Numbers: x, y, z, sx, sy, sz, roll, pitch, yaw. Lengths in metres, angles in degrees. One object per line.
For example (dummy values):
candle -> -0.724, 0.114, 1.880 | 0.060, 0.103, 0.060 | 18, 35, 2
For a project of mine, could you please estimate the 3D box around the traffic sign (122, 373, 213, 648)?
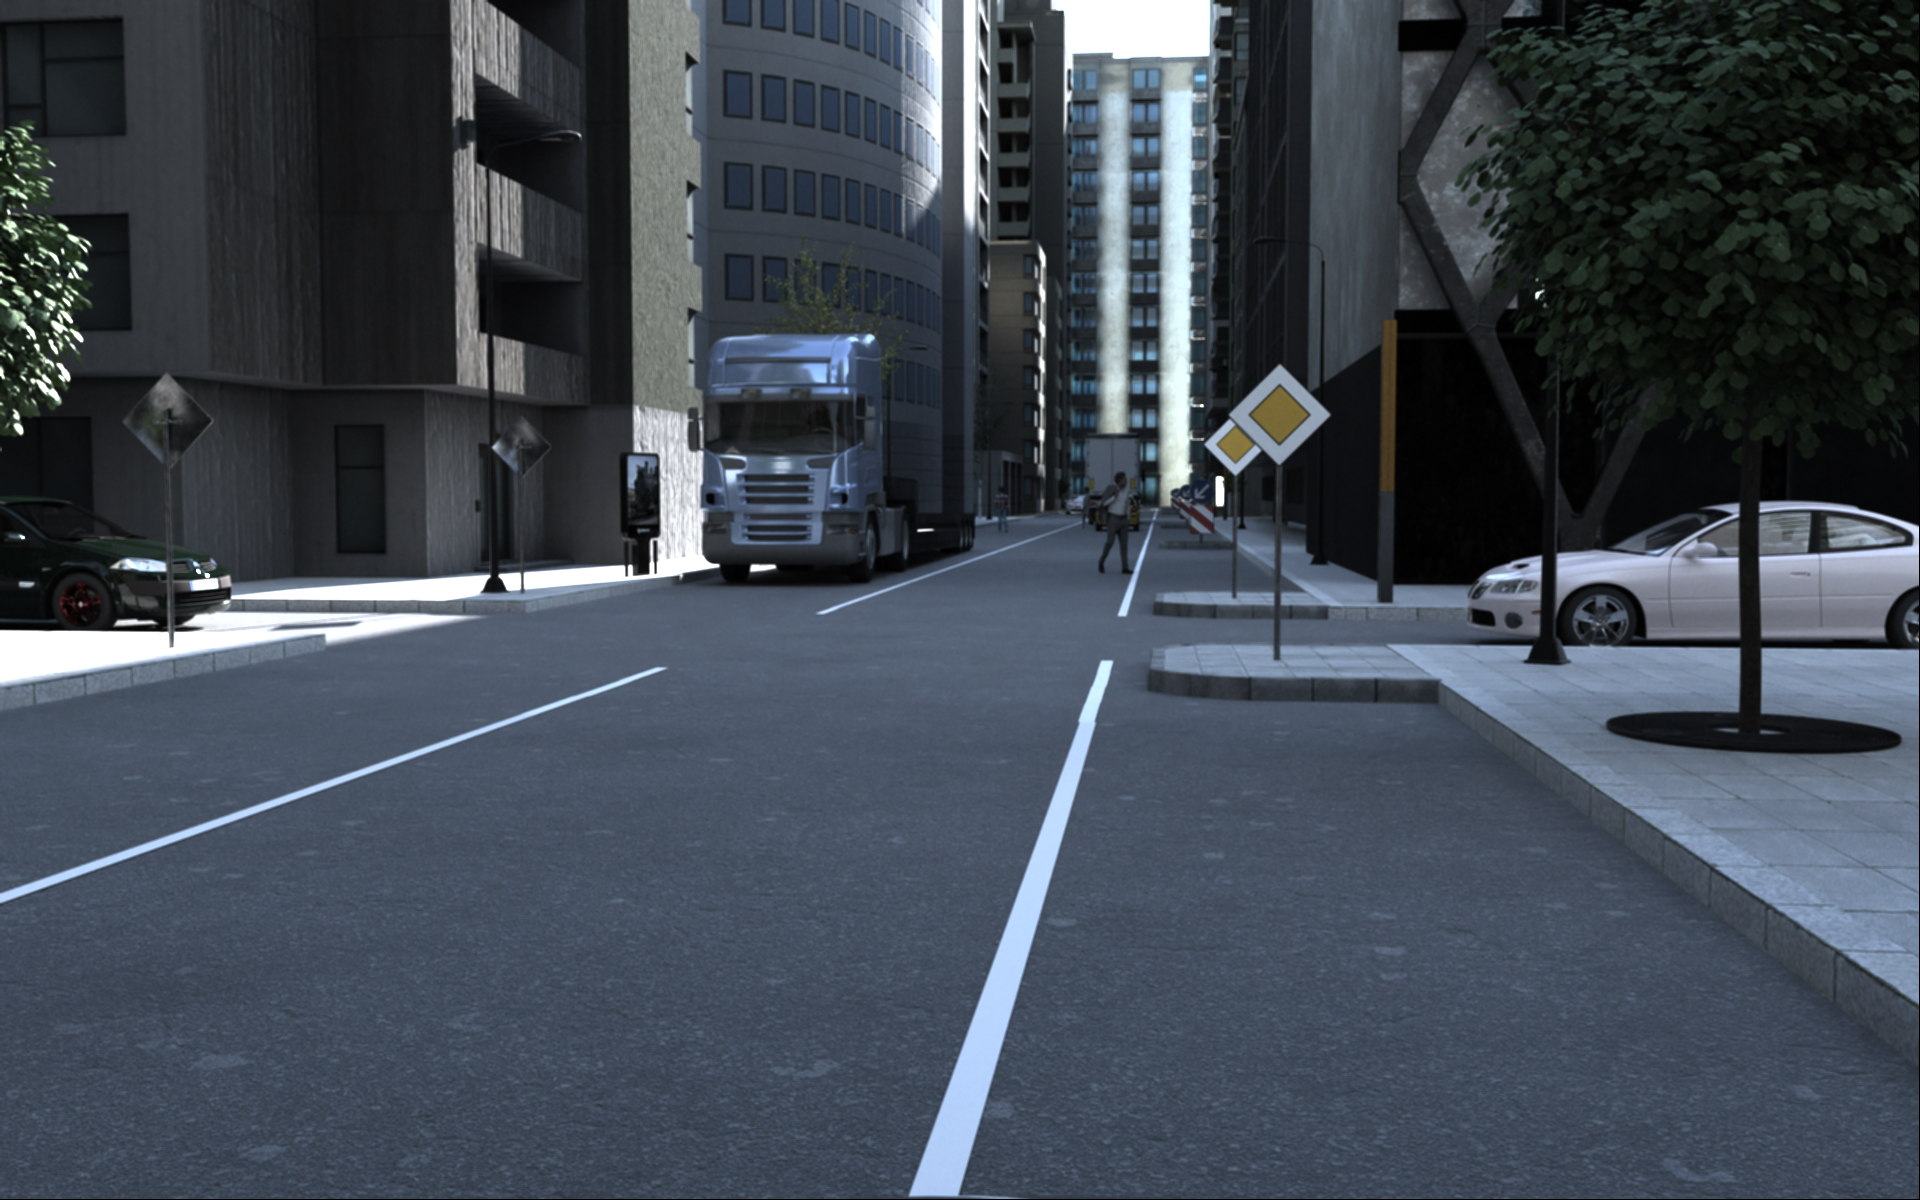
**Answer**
traffic sign -> -6.582, -0.658, 14.405 | 0.795, 2.450, 0.064 | 0, 4, 7

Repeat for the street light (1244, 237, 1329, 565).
street light -> 6.000, -3.600, 31.397 | 1.470, 5.913, 1.316 | 0, 4, 7

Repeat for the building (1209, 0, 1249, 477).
building -> 29.699, -28.867, 126.605 | 22.147, 44.769, 28.867 | 0, 4, 7

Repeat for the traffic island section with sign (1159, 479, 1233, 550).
traffic island section with sign -> 6.265, -2.272, 45.779 | 1.989, 1.847, 2.006 | 0, 4, 7

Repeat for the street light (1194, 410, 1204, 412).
street light -> 13.591, -7.532, 95.695 | 1.470, 5.913, 1.316 | 0, 4, 7

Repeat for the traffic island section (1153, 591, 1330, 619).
traffic island section -> 3.400, 0.058, 21.339 | 2.009, 0.180, 2.903 | 0, 4, 7

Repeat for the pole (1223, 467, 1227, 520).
pole -> 13.066, -5.592, 85.271 | 0.158, 3.312, 0.155 | 0, 3, 0

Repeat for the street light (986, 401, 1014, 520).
street light -> 2.013, -6.992, 86.853 | 1.470, 5.913, 1.316 | 0, 4, 7

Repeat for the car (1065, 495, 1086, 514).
car -> 8.486, -6.779, 123.198 | 2.083, 1.381, 4.827 | 0, 4, 5

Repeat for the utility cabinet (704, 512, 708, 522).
utility cabinet -> -6.858, -2.124, 43.407 | 0.318, 1.500, 1.173 | 3, 4, 39

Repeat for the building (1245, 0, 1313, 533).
building -> 16.264, -15.815, 52.090 | 14.314, 27.812, 24.014 | 0, 4, 7

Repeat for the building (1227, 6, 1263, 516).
building -> 23.529, -20.445, 105.984 | 14.160, 30.474, 14.107 | 0, 4, 7

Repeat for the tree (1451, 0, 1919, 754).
tree -> 4.300, -1.556, 9.155 | 4.285, 4.588, 4.351 | 0, 3, 0

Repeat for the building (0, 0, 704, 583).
building -> -13.091, -15.744, 29.114 | 14.160, 30.474, 14.107 | 0, 4, 7

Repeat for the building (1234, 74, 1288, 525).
building -> 20.216, -15.898, 79.005 | 14.314, 24.678, 30.058 | 0, 4, 7

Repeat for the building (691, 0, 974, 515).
building -> -11.393, -32.196, 68.398 | 21.231, 58.520, 28.212 | 0, 4, 7

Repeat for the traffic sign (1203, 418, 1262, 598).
traffic sign -> 3.375, -1.078, 21.264 | 0.795, 2.450, 0.064 | 0, 4, 7

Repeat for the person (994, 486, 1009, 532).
person -> 1.574, -3.416, 65.185 | 0.563, 1.720, 0.643 | 0, 4, -2

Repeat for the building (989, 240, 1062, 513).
building -> -6.828, -17.659, 133.769 | 27.650, 21.520, 28.899 | 0, 4, 7

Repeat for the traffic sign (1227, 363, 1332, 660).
traffic sign -> 2.448, -0.593, 13.333 | 0.795, 2.450, 0.064 | 0, 4, 7

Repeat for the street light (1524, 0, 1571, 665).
street light -> 3.929, -2.478, 13.059 | 1.470, 5.913, 1.316 | 0, 4, 7

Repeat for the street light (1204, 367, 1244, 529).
street light -> 9.823, -5.566, 63.543 | 1.470, 5.913, 1.316 | 0, 4, 7

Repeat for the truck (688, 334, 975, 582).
truck -> -1.854, -2.769, 35.039 | 2.967, 4.110, 18.799 | 0, 4, 6

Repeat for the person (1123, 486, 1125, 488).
person -> 6.802, -3.961, 73.279 | 0.660, 1.820, 0.620 | 1, 4, 19

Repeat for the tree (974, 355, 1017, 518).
tree -> 0.837, -8.620, 91.292 | 4.360, 8.622, 3.978 | 0, 3, 0

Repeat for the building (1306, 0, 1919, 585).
building -> 14.916, -9.827, 28.118 | 16.811, 18.784, 16.820 | 0, 4, 7

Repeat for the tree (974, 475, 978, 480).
tree -> -0.138, -5.480, 84.191 | 1.663, 3.219, 1.824 | 0, 3, 0

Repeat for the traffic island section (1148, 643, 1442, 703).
traffic island section -> 2.473, 0.543, 13.407 | 2.009, 0.180, 2.903 | 0, 4, 7

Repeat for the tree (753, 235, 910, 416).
tree -> -3.768, -6.105, 50.175 | 4.737, 8.622, 4.395 | 0, 3, 0

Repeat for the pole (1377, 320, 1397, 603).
pole -> 5.031, -1.625, 20.405 | 0.158, 3.312, 0.155 | 0, 3, 0

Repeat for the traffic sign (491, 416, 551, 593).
traffic sign -> -5.655, -1.143, 22.336 | 0.795, 2.450, 0.064 | 0, 4, 7

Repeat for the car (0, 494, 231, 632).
car -> -9.983, -0.530, 18.452 | 4.222, 1.686, 2.009 | 0, 4, 8

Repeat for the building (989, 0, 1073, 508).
building -> -0.486, -33.009, 163.398 | 21.600, 48.544, 21.300 | 0, 4, 7

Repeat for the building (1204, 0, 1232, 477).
building -> 35.945, -34.599, 154.929 | 28.713, 52.752, 27.495 | 0, 4, 7

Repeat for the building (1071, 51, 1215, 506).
building -> 13.891, -34.930, 190.710 | 30.456, 49.044, 23.786 | 0, 4, 7

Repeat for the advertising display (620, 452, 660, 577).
advertising display -> -5.010, -1.342, 27.159 | 0.123, 1.923, 0.974 | 1, 4, 21

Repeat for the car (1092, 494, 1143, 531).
car -> 6.211, -3.547, 68.225 | 2.015, 1.641, 3.980 | 0, 4, 5

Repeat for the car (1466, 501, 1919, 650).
car -> 7.179, -0.223, 16.009 | 4.827, 1.381, 2.083 | 0, 4, 5

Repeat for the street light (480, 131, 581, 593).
street light -> -5.543, -3.049, 22.386 | 1.470, 5.913, 1.316 | 0, 4, 7

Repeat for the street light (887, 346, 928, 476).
street light -> -1.715, -5.015, 54.531 | 1.470, 5.913, 1.316 | 0, 4, 7

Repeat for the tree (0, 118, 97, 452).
tree -> -7.693, -1.734, 12.064 | 4.285, 4.588, 4.351 | 0, 3, 0

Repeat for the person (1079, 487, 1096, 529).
person -> 5.291, -3.832, 71.909 | 0.760, 1.731, 0.466 | -2, 4, -32

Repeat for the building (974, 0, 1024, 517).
building -> -6.579, -40.905, 107.054 | 20.563, 71.187, 20.611 | 0, 4, 7

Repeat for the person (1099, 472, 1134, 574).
person -> 2.798, -1.388, 31.294 | 0.679, 1.850, 0.850 | -3, 4, -36

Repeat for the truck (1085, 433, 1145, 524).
truck -> 7.662, -5.909, 85.523 | 2.839, 4.237, 11.283 | 0, 4, 7

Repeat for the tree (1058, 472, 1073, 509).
tree -> 8.751, -9.479, 149.587 | 1.663, 3.219, 1.824 | 0, 3, 0

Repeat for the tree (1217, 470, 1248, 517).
tree -> 15.458, -6.345, 98.347 | 1.663, 3.219, 1.824 | 0, 3, 0
